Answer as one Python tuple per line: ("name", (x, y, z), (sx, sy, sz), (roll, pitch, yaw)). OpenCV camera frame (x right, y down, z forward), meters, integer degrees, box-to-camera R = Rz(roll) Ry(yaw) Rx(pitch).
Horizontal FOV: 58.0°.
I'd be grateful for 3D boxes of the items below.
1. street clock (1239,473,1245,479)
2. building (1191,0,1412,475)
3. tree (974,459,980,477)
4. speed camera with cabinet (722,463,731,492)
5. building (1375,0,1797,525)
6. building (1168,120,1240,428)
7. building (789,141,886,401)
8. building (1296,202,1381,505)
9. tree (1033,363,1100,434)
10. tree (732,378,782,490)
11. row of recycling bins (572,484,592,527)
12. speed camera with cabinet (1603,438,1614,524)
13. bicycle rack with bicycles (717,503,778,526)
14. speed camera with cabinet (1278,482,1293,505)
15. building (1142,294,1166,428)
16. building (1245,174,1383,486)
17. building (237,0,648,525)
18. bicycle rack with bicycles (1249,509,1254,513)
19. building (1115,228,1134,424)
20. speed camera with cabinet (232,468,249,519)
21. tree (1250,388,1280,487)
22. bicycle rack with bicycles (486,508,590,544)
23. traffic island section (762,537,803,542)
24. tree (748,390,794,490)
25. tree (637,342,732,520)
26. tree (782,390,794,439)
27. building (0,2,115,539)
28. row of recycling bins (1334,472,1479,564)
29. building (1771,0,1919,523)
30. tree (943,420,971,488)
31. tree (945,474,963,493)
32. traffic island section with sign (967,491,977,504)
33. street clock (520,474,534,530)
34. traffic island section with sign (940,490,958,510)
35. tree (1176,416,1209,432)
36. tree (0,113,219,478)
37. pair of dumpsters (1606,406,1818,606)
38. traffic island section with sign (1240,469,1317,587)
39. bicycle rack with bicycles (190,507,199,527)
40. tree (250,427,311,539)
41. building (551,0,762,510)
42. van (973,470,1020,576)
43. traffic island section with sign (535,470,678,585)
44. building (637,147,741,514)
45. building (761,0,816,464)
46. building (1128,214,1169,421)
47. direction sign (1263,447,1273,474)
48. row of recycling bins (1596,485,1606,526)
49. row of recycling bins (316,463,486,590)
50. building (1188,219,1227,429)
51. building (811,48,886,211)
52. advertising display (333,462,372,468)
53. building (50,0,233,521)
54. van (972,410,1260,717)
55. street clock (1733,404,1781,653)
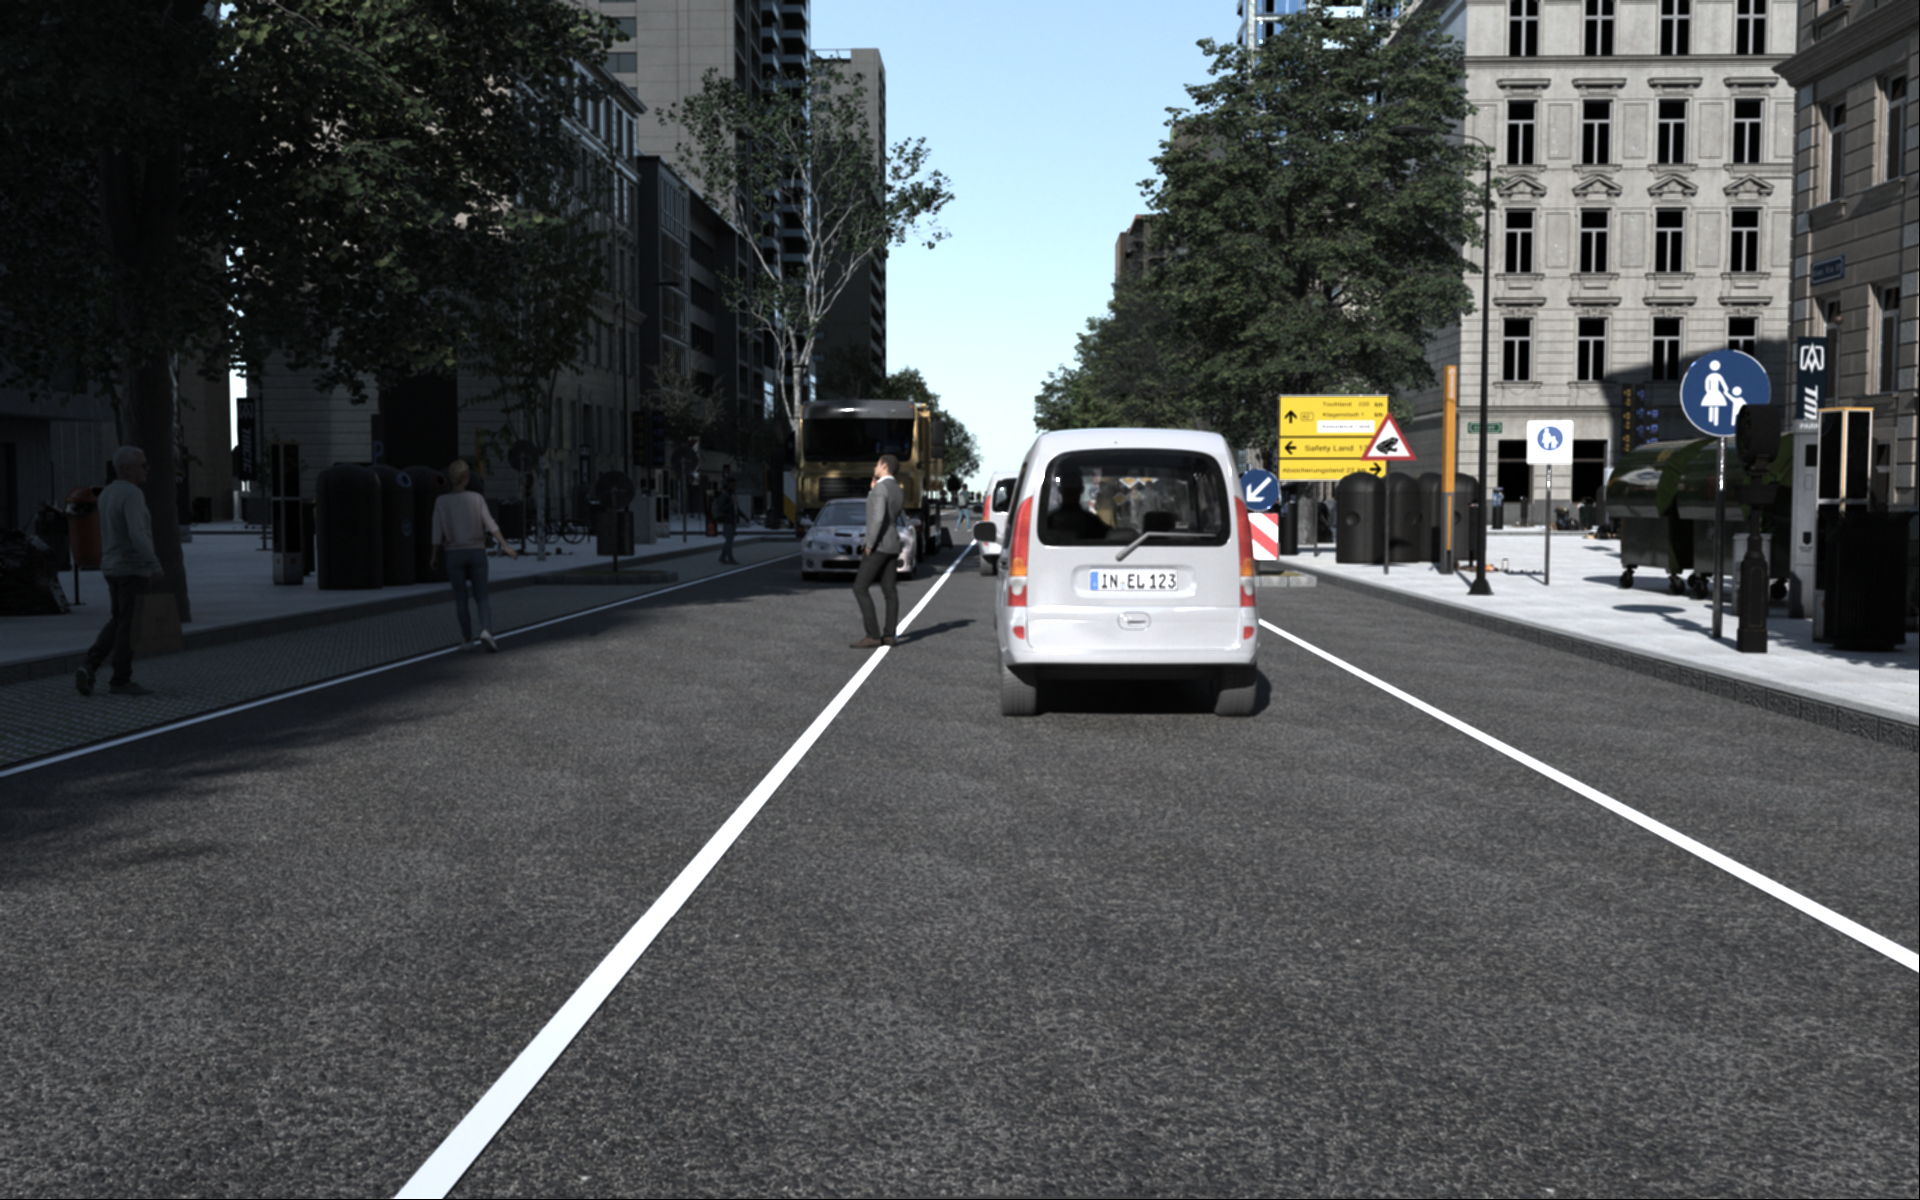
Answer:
("street clock", (9.844, -3.388, 59.972), (0.358, 2.002, 0.471), (-2, 4, -35))
("building", (33.181, -51.454, 153.952), (22.319, 86.520, 31.000), (0, 4, 2))
("tree", (-0.282, -21.933, 293.018), (8.767, 10.594, 7.601), (1, 4, 19))
("speed camera with cabinet", (-14.374, -7.055, 109.686), (0.660, 3.252, 2.038), (1, 4, 21))
("building", (42.060, -18.400, 77.259), (44.131, 29.872, 17.030), (0, 4, 2))
("building", (30.077, -31.124, 192.473), (14.154, 41.232, 14.086), (0, 4, 2))
("building", (-22.223, -37.760, 241.077), (21.300, 48.544, 21.600), (0, 4, 2))
("building", (25.949, -14.702, 105.011), (10.561, 19.102, 19.286), (0, 4, 2))
("tree", (11.632, -15.979, 167.911), (9.857, 13.997, 8.962), (0, 3, 0))
("tree", (-13.394, -9.497, 105.632), (4.360, 8.622, 3.978), (0, 3, 0))
("row of recycling bins", (-15.122, -3.828, 69.702), (1.069, 1.692, 3.534), (-1, 4, -13))
("speed camera with cabinet", (22.883, -4.040, 60.383), (0.660, 3.252, 2.038), (1, 4, 13))
("bicycle rack with bicycles", (-8.807, -3.487, 70.395), (2.925, 0.926, 2.852), (-2, 4, -29))
("speed camera with cabinet", (15.215, -5.354, 81.877), (2.038, 3.252, 0.660), (-1, 4, -12))
("building", (31.810, -28.804, 242.638), (14.160, 30.474, 14.107), (0, 4, 2))
("building", (26.571, -18.077, 124.445), (11.050, 23.489, 19.941), (0, 4, 2))
("building", (-23.723, -17.523, 83.757), (12.463, 27.353, 25.104), (0, 4, 2))
("bicycle rack with bicycles", (17.007, -4.753, 91.097), (2.852, 0.926, 2.925), (-2, 4, -32))
("building", (32.861, -38.918, 286.415), (14.600, 45.320, 14.200), (0, 4, 2))
("speed camera with cabinet", (-37.846, -5.906, 90.905), (0.660, 3.252, 2.038), (-3, 4, -36))
("tree", (17.521, -8.893, 95.764), (4.360, 8.622, 3.978), (0, 3, 0))
("bicycle rack with bicycles", (-10.917, -1.948, 45.240), (2.925, 0.926, 2.852), (2, 4, 27))
("traffic island section", (-4.863, -1.865, 52.777), (2.009, 0.180, 2.903), (0, 4, 2))
("tree", (-13.043, -10.488, 121.844), (4.737, 8.622, 4.395), (0, 3, 0))
("tree", (-13.524, -8.212, 84.627), (4.360, 8.622, 3.978), (0, 3, 0))
("tree", (-11.407, -9.870, 111.733), (4.360, 8.622, 3.978), (0, 3, 0))
("building", (-25.683, -16.018, 33.599), (14.107, 30.474, 14.160), (0, 4, 2))
("row of recycling bins", (8.561, -1.572, 32.809), (3.534, 1.692, 1.069), (-2, 4, -35))
("building", (24.446, -14.084, 27.540), (12.463, 27.353, 25.104), (0, 4, 2))
("tree", (-2.237, -18.780, 232.815), (9.928, 11.665, 9.643), (0, 3, 0))
("tree", (-1.068, -17.925, 276.789), (4.285, 4.588, 4.351), (0, 3, 0))
("traffic island section with sign", (2.009, -15.999, 270.216), (1.989, 1.847, 2.006), (0, 4, 2))
("street clock", (-15.435, -3.498, 61.758), (0.358, 2.002, 0.471), (2, 4, 30))
("traffic island section with sign", (-1.458, -9.296, 160.624), (1.989, 1.847, 2.006), (0, 4, 2))
("tree", (16.559, -11.016, 130.480), (4.737, 8.622, 4.395), (0, 3, 0))
("tree", (-15.517, -4.991, 31.959), (4.737, 8.622, 4.395), (0, 3, 0))
("pair of dumpsters", (9.469, -1.151, 21.311), (1.574, 2.255, 4.437), (0, 4, 2))
("traffic island section with sign", (4.567, -1.170, 27.757), (1.989, 1.847, 2.006), (0, 4, 2))
("bicycle rack with bicycles", (-31.761, -3.351, 68.172), (2.925, 0.926, 2.852), (3, 5, 40))
("tree", (-19.814, -3.384, 49.925), (1.663, 3.219, 1.824), (0, 3, 0))
("building", (-25.274, -43.256, 145.493), (20.563, 71.187, 20.611), (0, 4, 2))
("van", (1.218, -1.507, 31.648), (2.013, 2.044, 4.112), (0, 4, 2))
("traffic island section with sign", (-5.650, -1.188, 28.047), (1.989, 1.847, 2.006), (0, 4, 2))
("building", (-23.455, -17.878, 111.373), (14.314, 24.678, 30.058), (0, 4, 2))
("building", (-25.375, -52.529, 171.512), (22.319, 86.520, 31.000), (0, 4, 2))
("building", (36.977, -37.306, 264.580), (22.147, 44.769, 28.867), (0, 4, 2))
("direction sign", (14.982, -5.647, 84.320), (0.379, 3.537, 0.876), (3, 5, 40))
("row of recycling bins", (26.245, -3.716, 67.868), (1.069, 1.692, 3.534), (-1, 4, -19))
("row of recycling bins", (-7.967, -1.079, 24.748), (1.069, 1.692, 3.534), (1, 4, 15))
("building", (30.319, -24.867, 178.275), (14.160, 30.474, 14.107), (0, 4, 2))
("building", (-20.412, -51.702, 283.572), (20.563, 71.187, 20.611), (0, 4, 2))
("advertising display", (-12.211, -1.832, 35.162), (0.974, 1.923, 0.123), (0, 4, 1))
("building", (-45.474, -15.892, 77.855), (19.932, 24.808, 12.078), (0, 4, 2))
("van", (1.091, -0.337, 12.527), (2.013, 2.044, 4.112), (0, 4, 1))
("street clock", (6.429, -0.577, 14.003), (0.358, 2.002, 0.471), (1, 4, 10))
